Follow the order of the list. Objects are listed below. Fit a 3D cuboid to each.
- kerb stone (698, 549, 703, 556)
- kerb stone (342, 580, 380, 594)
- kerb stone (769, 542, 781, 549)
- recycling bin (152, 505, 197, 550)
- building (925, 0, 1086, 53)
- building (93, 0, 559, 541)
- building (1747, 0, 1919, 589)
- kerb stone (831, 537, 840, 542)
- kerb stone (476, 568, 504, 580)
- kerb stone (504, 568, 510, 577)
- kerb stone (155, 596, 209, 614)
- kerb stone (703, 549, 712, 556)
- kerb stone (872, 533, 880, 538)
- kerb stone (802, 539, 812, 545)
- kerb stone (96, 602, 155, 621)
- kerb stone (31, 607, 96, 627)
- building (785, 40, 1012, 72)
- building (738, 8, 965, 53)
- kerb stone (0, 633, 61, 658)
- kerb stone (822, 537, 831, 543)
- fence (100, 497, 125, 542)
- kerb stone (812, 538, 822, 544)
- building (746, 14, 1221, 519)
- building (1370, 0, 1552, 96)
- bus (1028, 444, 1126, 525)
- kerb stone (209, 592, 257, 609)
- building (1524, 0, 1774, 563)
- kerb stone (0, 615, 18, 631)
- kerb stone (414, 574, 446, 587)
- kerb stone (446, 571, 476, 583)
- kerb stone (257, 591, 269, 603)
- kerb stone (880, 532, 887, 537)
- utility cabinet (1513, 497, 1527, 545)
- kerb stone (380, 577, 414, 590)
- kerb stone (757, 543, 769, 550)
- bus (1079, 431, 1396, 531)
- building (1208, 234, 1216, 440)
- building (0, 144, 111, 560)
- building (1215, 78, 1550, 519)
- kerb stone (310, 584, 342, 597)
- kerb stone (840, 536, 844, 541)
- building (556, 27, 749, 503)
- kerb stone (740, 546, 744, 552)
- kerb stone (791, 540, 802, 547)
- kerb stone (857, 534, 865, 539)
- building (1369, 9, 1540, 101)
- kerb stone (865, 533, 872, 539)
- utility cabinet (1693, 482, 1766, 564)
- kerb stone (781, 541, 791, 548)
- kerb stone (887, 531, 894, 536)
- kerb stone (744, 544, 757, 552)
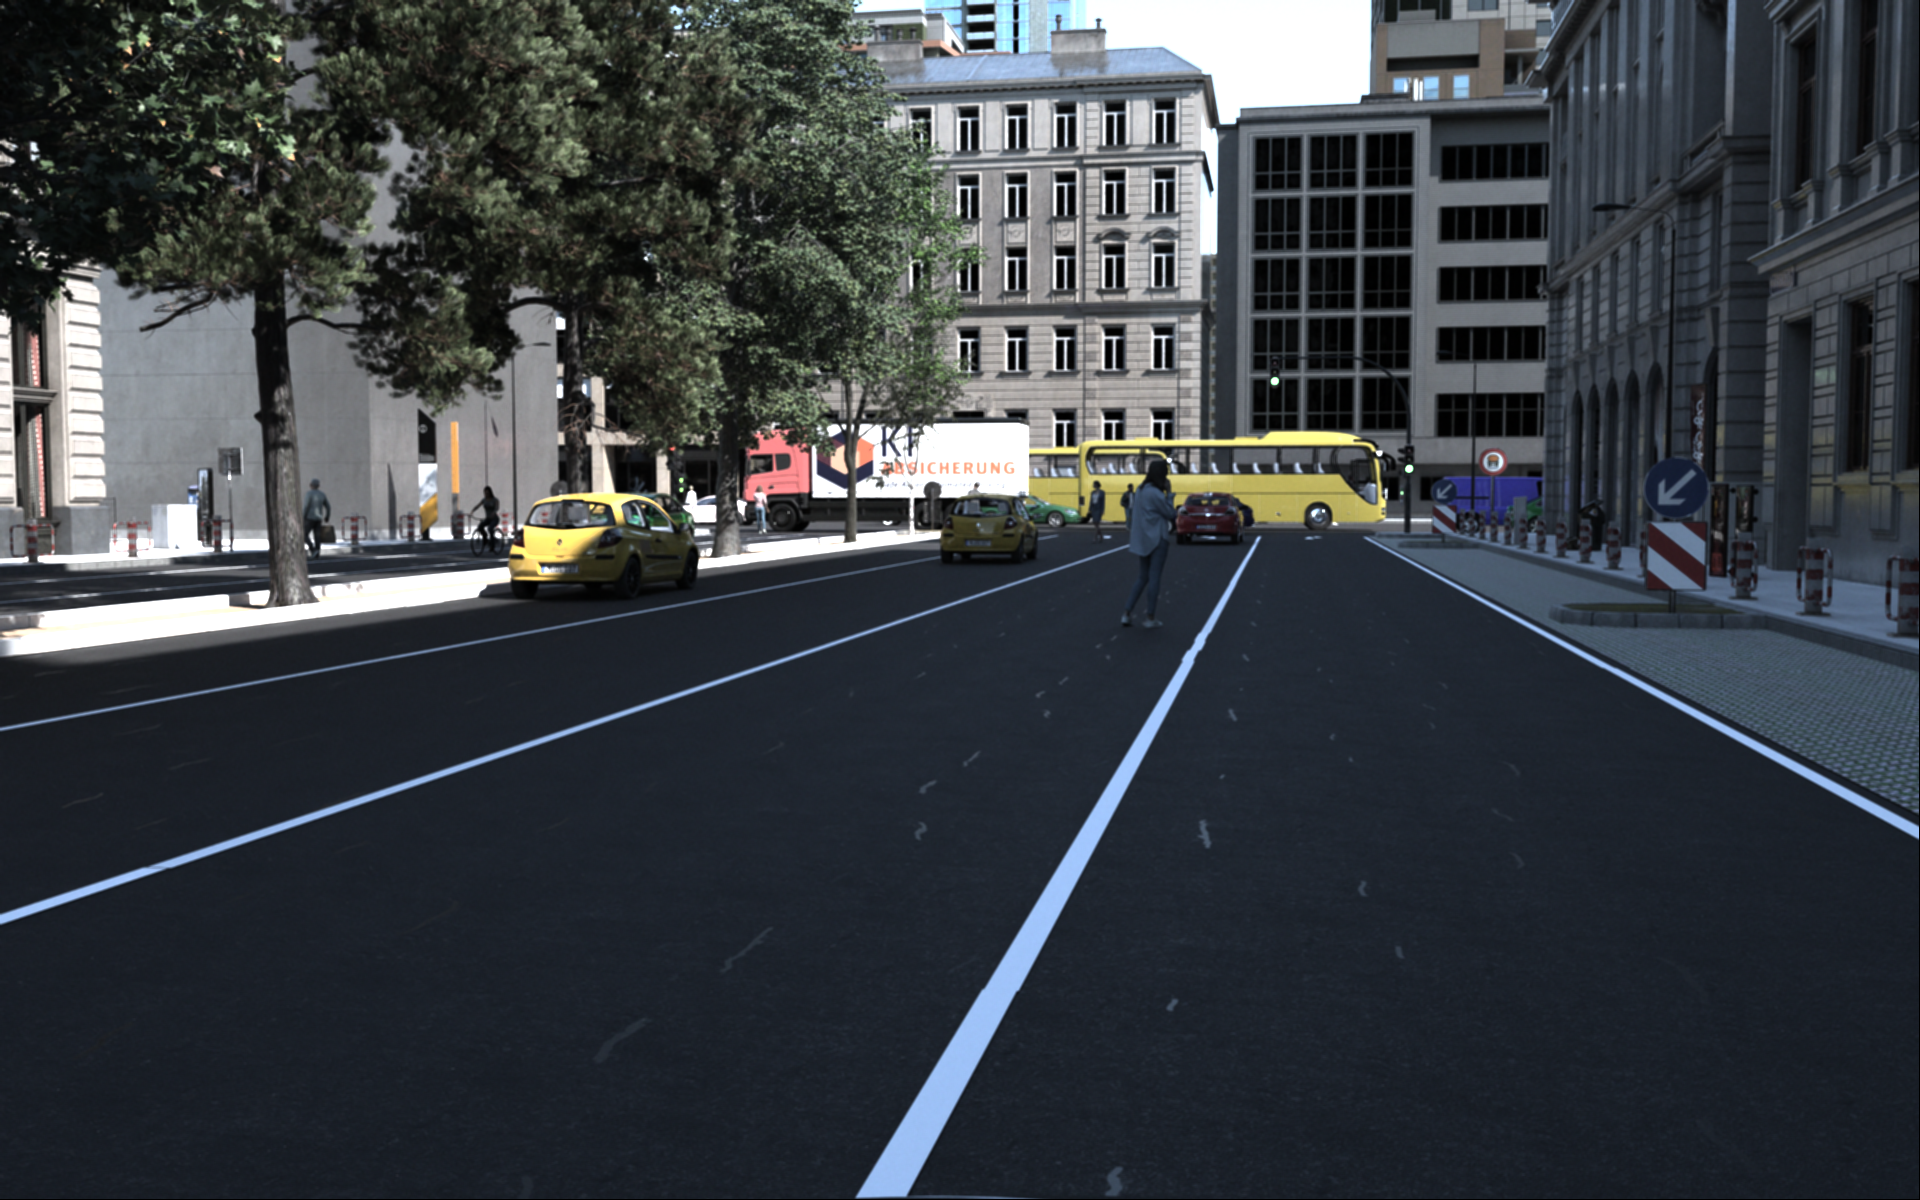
[{"bbox_3d":[-6.089,-1.031,39.148,0.120,0.150,1.000,1,4,11],"label":"kerb stone"},{"bbox_3d":[-8.731,-0.170,25.010,0.120,0.150,1.000,1,4,11],"label":"kerb stone"},{"bbox_3d":[-4.952,-1.407,45.212,0.120,0.150,1.000,1,4,11],"label":"kerb stone"},{"bbox_3d":[-18.354,-1.708,40.472,0.722,1.027,0.722,2,4,33],"label":"recycling bin"},{"bbox_3d":[7.303,-58.006,261.065,31.000,86.520,22.319,1,4,11],"label":"building"},{"bbox_3d":[-29.491,-14.517,56.415,30.058,24.678,14.314,1,4,11],"label":"building"},{"bbox_3d":[16.968,-11.164,18.686,11.583,22.565,21.152,1,4,11],"label":"building"},{"bbox_3d":[-3.822,-1.779,51.281,0.120,0.150,1.000,1,4,11],"label":"kerb stone"},{"bbox_3d":[-7.977,-0.419,29.049,0.120,0.150,1.000,1,4,11],"label":"kerb stone"},{"bbox_3d":[-7.794,-0.481,30.059,0.120,0.150,1.000,1,4,11],"label":"kerb stone"},{"bbox_3d":[-9.486,0.075,20.973,0.120,0.150,1.000,1,4,11],"label":"kerb stone"},{"bbox_3d":[-5.895,-1.098,40.156,0.120,0.150,1.000,1,4,11],"label":"kerb stone"},{"bbox_3d":[-2.870,-2.087,56.322,0.120,0.150,1.000,1,4,11],"label":"kerb stone"},{"bbox_3d":[-4.381,-1.590,48.248,0.120,0.150,1.000,1,4,11],"label":"kerb stone"},{"bbox_3d":[-9.680,0.137,19.959,0.120,0.150,1.000,1,4,11],"label":"kerb stone"},{"bbox_3d":[-9.870,0.202,18.950,0.120,0.150,1.000,1,4,11],"label":"kerb stone"},{"bbox_3d":[-4.625,-31.593,171.166,22.147,44.769,28.867,1,4,11],"label":"building"},{"bbox_3d":[-14.117,-40.974,211.924,28.212,58.520,21.231,1,4,11],"label":"building"},{"bbox_3d":[-8.368,0.407,15.549,0.120,0.150,1.000,1,4,11],"label":"kerb stone"},{"bbox_3d":[-4.002,-1.717,50.271,0.120,0.150,1.000,1,4,11],"label":"kerb stone"},{"bbox_3d":[-22.945,-2.086,45.302,0.480,1.192,2.264,1,4,21],"label":"fence"},{"bbox_3d":[-4.193,-1.654,49.263,0.120,0.150,1.000,1,4,11],"label":"kerb stone"},{"bbox_3d":[1.464,-18.271,95.997,25.104,27.353,12.463,1,4,11],"label":"building"},{"bbox_3d":[55.337,-46.471,198.056,20.563,71.187,20.611,1,4,11],"label":"building"},{"bbox_3d":[4.560,-5.593,83.000,12.252,3.916,2.896,1,4,10],"label":"bus"},{"bbox_3d":[-9.300,0.013,21.983,0.120,0.150,1.000,1,4,11],"label":"kerb stone"},{"bbox_3d":[22.111,-12.242,41.954,13.314,21.916,24.055,1,4,11],"label":"building"},{"bbox_3d":[-10.058,0.260,17.941,0.120,0.150,1.000,1,4,11],"label":"kerb stone"},{"bbox_3d":[-8.359,-0.296,27.033,0.120,0.150,1.000,1,4,11],"label":"kerb stone"},{"bbox_3d":[-8.167,-0.358,28.041,0.120,0.150,1.000,1,4,11],"label":"kerb stone"},{"bbox_3d":[-9.114,-0.048,22.993,0.120,0.150,1.000,1,4,11],"label":"kerb stone"},{"bbox_3d":[-2.686,-2.149,57.332,0.120,0.150,1.000,1,4,11],"label":"kerb stone"},{"bbox_3d":[14.206,-2.007,43.968,0.306,1.237,1.020,1,4,16],"label":"utility cabinet"},{"bbox_3d":[-8.552,-0.234,26.020,0.120,0.150,1.000,1,4,11],"label":"kerb stone"},{"bbox_3d":[-5.142,-1.346,44.199,0.120,0.150,1.000,1,4,11],"label":"kerb stone"},{"bbox_3d":[10.933,-4.738,69.018,12.252,3.916,2.896,1,4,9],"label":"bus"},{"bbox_3d":[35.168,-34.864,261.907,23.993,40.220,32.217,1,4,11],"label":"building"},{"bbox_3d":[-24.598,-12.191,28.208,11.050,23.489,19.941,1,4,11],"label":"building"},{"bbox_3d":[28.836,-16.679,91.772,30.058,24.678,14.314,1,4,11],"label":"building"},{"bbox_3d":[-8.916,-0.110,24.000,0.120,0.150,1.000,1,4,11],"label":"kerb stone"},{"bbox_3d":[-3.633,-1.834,52.290,0.120,0.150,1.000,1,4,11],"label":"kerb stone"},{"bbox_3d":[-27.041,-18.363,104.756,34.151,26.468,19.350,1,4,11],"label":"building"},{"bbox_3d":[-5.524,-1.222,42.179,0.120,0.150,1.000,1,4,11],"label":"kerb stone"},{"bbox_3d":[-4.572,-1.530,47.239,0.120,0.150,1.000,1,4,11],"label":"kerb stone"},{"bbox_3d":[-3.250,-1.964,54.306,0.120,0.150,1.000,1,4,11],"label":"kerb stone"},{"bbox_3d":[45.376,-31.297,161.810,14.600,45.320,14.200,1,4,11],"label":"building"},{"bbox_3d":[-3.065,-2.025,55.315,0.120,0.150,1.000,1,4,11],"label":"kerb stone"},{"bbox_3d":[13.996,-1.397,31.512,1.173,1.500,0.318,1,4,9],"label":"utility cabinet"},{"bbox_3d":[-4.765,-1.469,46.221,0.120,0.150,1.000,1,4,11],"label":"kerb stone"},{"bbox_3d":[-2.491,-2.211,58.339,0.120,0.150,1.000,1,4,11],"label":"kerb stone"},{"bbox_3d":[-5.333,-1.284,43.191,0.120,0.150,1.000,1,4,11],"label":"kerb stone"}]
